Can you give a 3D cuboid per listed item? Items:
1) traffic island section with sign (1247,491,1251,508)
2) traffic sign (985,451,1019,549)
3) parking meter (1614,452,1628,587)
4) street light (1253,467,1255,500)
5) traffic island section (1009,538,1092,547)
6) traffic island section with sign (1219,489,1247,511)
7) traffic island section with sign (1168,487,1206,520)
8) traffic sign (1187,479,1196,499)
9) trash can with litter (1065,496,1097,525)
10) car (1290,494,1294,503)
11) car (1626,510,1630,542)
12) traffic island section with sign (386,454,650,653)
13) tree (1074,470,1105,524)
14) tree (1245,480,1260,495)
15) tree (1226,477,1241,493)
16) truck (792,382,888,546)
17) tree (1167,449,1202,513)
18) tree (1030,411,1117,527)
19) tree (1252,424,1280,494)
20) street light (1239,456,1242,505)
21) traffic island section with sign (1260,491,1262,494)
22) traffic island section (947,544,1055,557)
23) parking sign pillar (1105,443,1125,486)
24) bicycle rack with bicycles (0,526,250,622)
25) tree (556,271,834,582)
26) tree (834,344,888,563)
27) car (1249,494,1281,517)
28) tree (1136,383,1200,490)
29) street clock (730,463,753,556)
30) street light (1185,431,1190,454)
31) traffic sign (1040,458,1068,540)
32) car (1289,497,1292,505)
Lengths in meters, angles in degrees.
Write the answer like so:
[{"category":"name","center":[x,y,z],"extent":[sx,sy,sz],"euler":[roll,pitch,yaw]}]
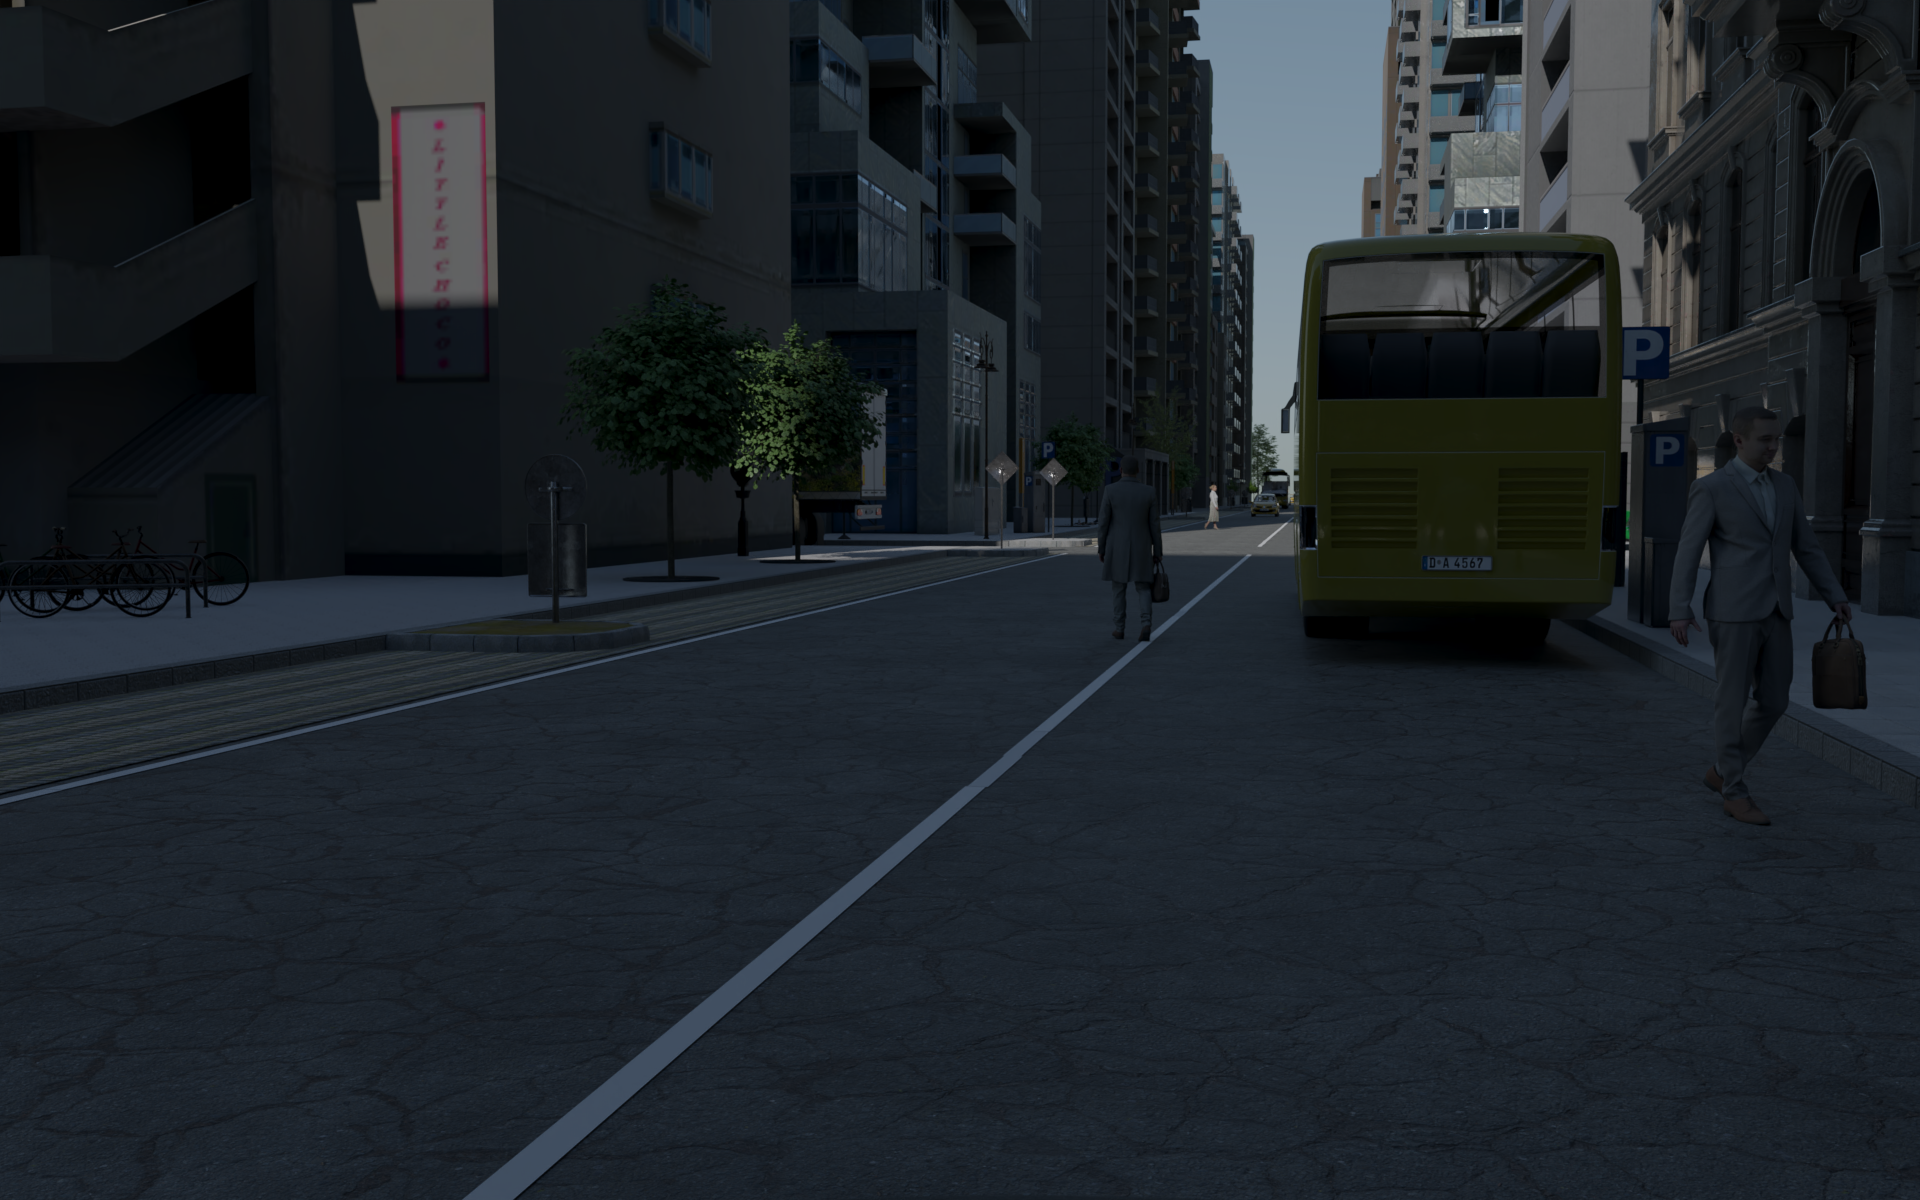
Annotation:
[{"category":"traffic island section with sign","center":[28.445,-10.023,172.506],"extent":[1.989,1.847,2.006],"euler":[1,4,12]},{"category":"traffic sign","center":[0.982,-2.262,40.628],"extent":[0.795,2.450,0.064],"euler":[1,4,12]},{"category":"parking meter","center":[9.014,-1.120,24.022],"extent":[0.399,1.863,0.255],"euler":[3,4,36]},{"category":"street light","center":[41.372,-16.576,243.802],"extent":[0.468,5.910,1.993],"euler":[1,4,12]},{"category":"traffic island section","center":[2.587,-1.604,48.512],"extent":[2.009,0.180,2.903],"euler":[1,4,12]},{"category":"traffic island section with sign","center":[22.938,-8.409,146.117],"extent":[1.989,1.847,2.006],"euler":[1,4,12]},{"category":"traffic island section with sign","center":[12.778,-5.425,97.325],"extent":[1.989,1.847,2.006],"euler":[1,4,12]},{"category":"traffic sign","center":[16.320,-7.491,122.591],"extent":[0.768,2.556,0.104],"euler":[1,4,17]},{"category":"trash can with litter","center":[5.081,-3.704,71.610],"extent":[1.678,1.210,2.233],"euler":[1,4,9]},{"category":"car","center":[47.960,-14.729,251.036],"extent":[2.015,1.641,3.980],"euler":[1,4,12]},{"category":"car","center":[18.425,-2.032,42.015],"extent":[4.718,1.807,1.959],"euler":[1,4,10]},{"category":"traffic island section with sign","center":[-4.076,-0.482,16.512],"extent":[1.989,1.847,2.006],"euler":[1,4,12]},{"category":"tree","center":[5.524,-4.863,74.103],"extent":[1.663,3.219,1.824],"euler":[0,3,0]},{"category":"tree","center":[39.790,-14.853,237.450],"extent":[1.663,3.219,1.824],"euler":[0,3,0]},{"category":"tree","center":[31.192,-12.490,198.809],"extent":[1.663,3.219,1.824],"euler":[0,3,0]},{"category":"truck","center":[-7.658,-3.483,45.860],"extent":[11.283,4.237,2.839],"euler":[1,4,13]},{"category":"tree","center":[15.023,-8.308,119.543],"extent":[4.285,4.588,4.351],"euler":[0,3,0]},{"category":"tree","center":[4.437,-5.142,67.792],"extent":[4.285,4.588,4.351],"euler":[0,3,0]},{"category":"tree","center":[47.867,-22.056,278.744],"extent":[7.486,12.596,7.792],"euler":[0,3,0]},{"category":"street light","center":[33.315,-14.248,205.737],"extent":[0.468,5.910,1.993],"euler":[1,4,12]},{"category":"traffic island section with sign","center":[45.277,-14.964,253.294],"extent":[1.989,1.847,2.006],"euler":[1,4,12]},{"category":"traffic island section","center":[0.958,-1.126,40.695],"extent":[2.009,0.180,2.903],"euler":[1,4,12]},{"category":"parking sign pillar","center":[8.227,-6.240,90.497],"extent":[1.447,3.967,1.447],"euler":[2,4,29]},{"category":"bicycle rack with bicycles","center":[-9.276,-0.314,18.516],"extent":[2.925,0.926,2.852],"euler":[-1,4,-17]},{"category":"tree","center":[-4.222,-2.570,25.733],"extent":[4.285,4.588,4.351],"euler":[0,3,0]},{"category":"tree","center":[-3.099,-2.984,32.503],"extent":[4.285,4.588,4.351],"euler":[0,3,0]},{"category":"car","center":[19.401,-6.105,110.045],"extent":[2.015,1.641,3.980],"euler":[1,4,12]},{"category":"tree","center":[13.699,-10.090,115.328],"extent":[4.737,8.622,4.395],"euler":[0,3,0]},{"category":"street clock","center":[-4.473,-1.903,35.678],"extent":[0.471,2.002,0.358],"euler":[1,4,12]},{"category":"street light","center":[16.311,-9.255,124.107],"extent":[0.468,5.910,1.993],"euler":[1,4,12]},{"category":"traffic sign","center":[2.612,-2.740,48.446],"extent":[0.795,2.450,0.064],"euler":[1,4,12]},{"category":"car","center":[40.954,-12.858,219.022],"extent":[1.959,1.807,4.718],"euler":[1,4,10]}]
